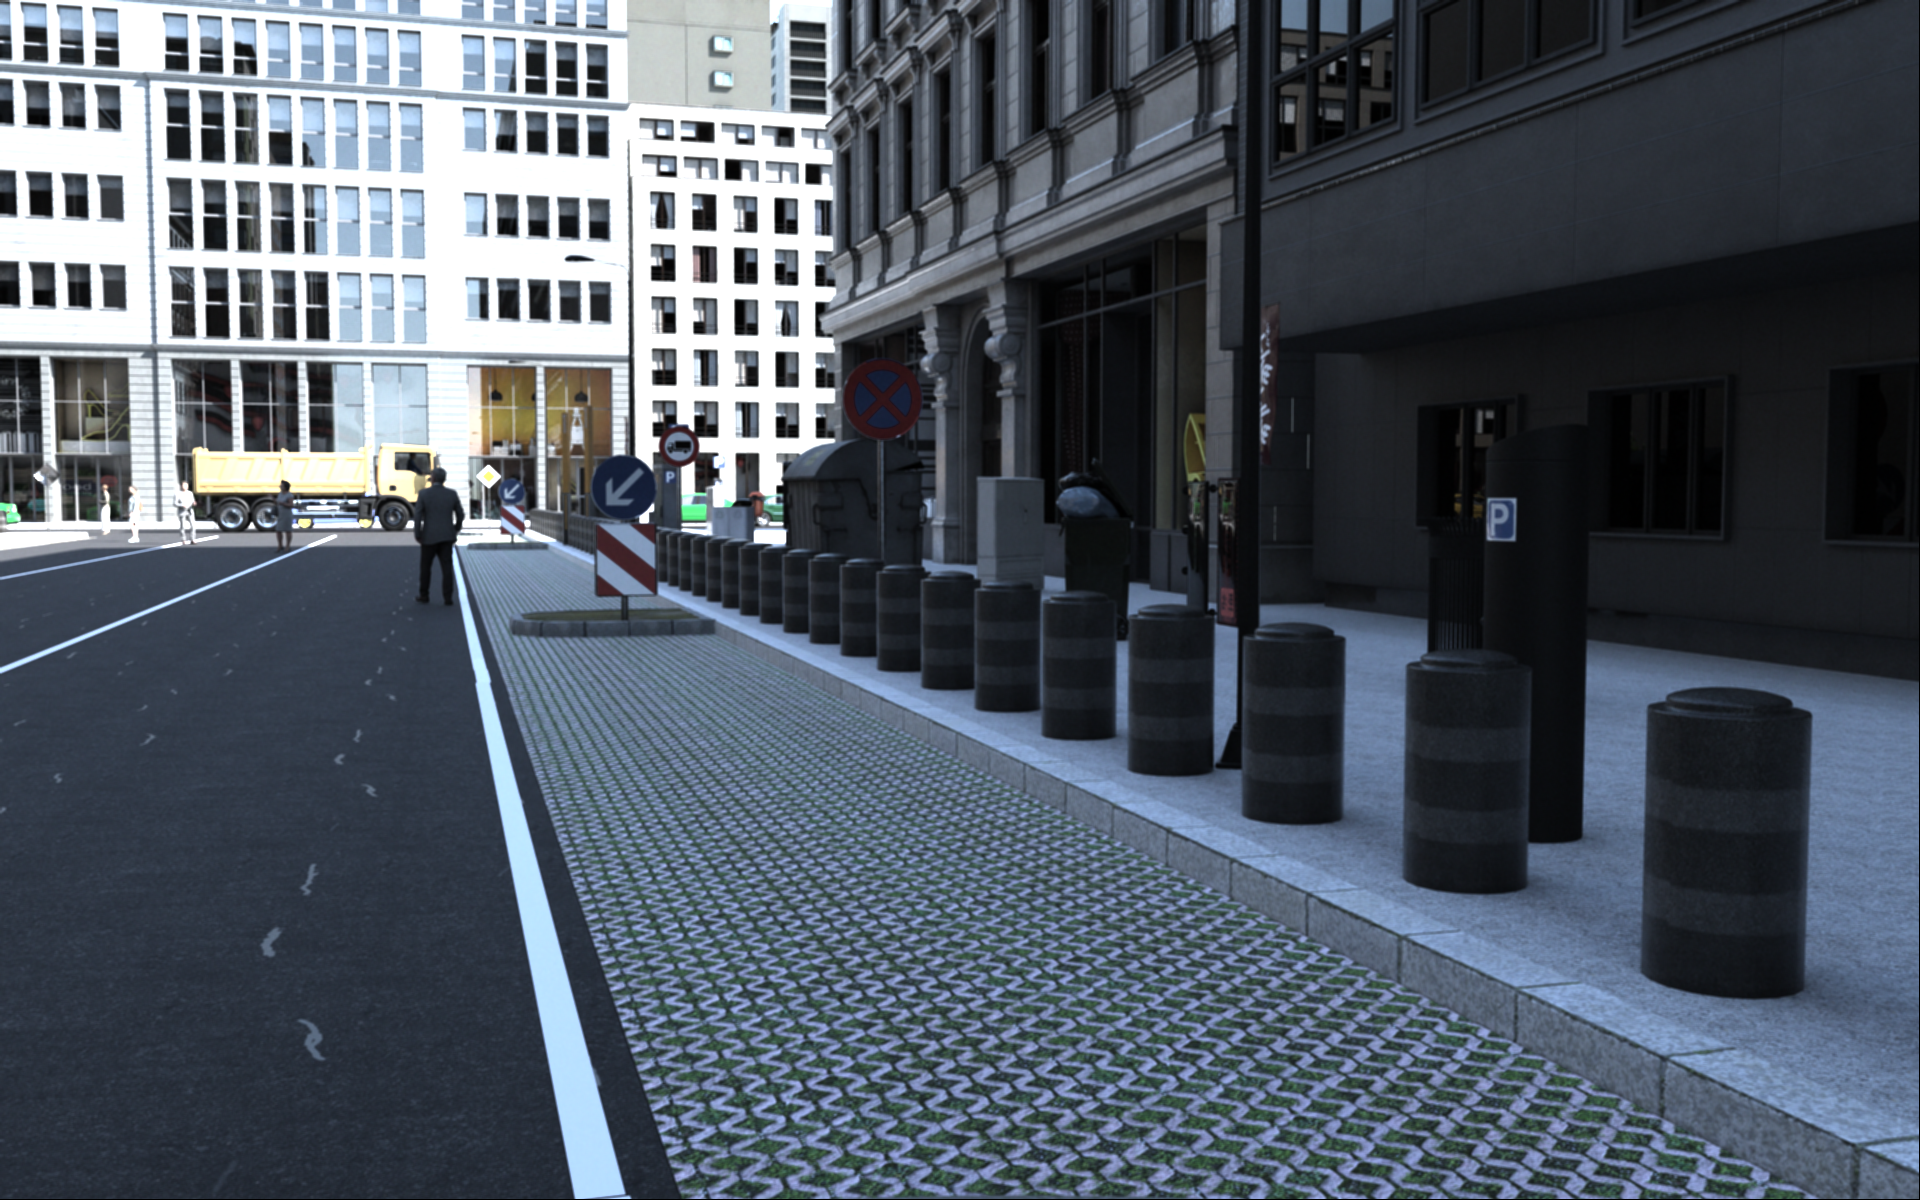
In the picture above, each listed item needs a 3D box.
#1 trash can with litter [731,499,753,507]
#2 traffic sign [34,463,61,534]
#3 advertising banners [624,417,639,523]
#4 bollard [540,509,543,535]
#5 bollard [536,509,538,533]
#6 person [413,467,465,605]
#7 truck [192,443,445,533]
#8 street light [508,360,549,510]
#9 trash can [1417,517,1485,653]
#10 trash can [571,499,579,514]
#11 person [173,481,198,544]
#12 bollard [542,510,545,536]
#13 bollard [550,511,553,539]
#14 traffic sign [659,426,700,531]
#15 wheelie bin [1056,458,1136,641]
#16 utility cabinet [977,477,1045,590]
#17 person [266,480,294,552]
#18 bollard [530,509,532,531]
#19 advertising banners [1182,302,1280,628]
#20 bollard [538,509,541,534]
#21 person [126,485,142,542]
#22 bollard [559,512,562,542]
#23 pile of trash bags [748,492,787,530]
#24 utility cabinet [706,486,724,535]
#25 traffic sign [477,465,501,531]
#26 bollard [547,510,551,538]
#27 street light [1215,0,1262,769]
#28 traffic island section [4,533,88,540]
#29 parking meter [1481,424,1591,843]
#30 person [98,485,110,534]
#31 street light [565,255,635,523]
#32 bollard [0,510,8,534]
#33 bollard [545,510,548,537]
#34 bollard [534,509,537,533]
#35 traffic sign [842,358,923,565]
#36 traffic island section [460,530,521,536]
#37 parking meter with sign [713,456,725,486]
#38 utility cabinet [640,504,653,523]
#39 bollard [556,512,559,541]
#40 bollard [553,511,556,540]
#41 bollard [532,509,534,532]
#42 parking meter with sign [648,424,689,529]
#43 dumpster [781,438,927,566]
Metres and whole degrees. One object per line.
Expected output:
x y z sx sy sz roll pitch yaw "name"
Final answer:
-5.432 -1.884 42.194 0.624 1.170 1.055 -2 4 -26 "trash can with litter"
-29.434 -3.196 55.890 0.795 2.450 0.064 -1 4 -17 "traffic sign"
-7.644 -2.700 40.329 0.090 3.025 2.074 0 4 -2 "advertising banners"
-12.572 -2.347 53.095 0.404 0.777 0.398 0 3 0 "bollard"
-13.261 -2.488 55.398 0.404 0.777 0.398 0 3 0 "bollard"
-6.846 -0.840 22.630 0.661 1.777 0.834 -3 4 -37 "person"
-23.999 -4.317 66.499 9.791 3.379 3.469 -1 4 -18 "truck"
-14.921 -5.360 60.170 1.470 5.913 1.316 -1 4 -17 "street light"
3.205 0.058 10.708 0.748 1.137 0.748 0 3 0 "trash can"
-11.810 -2.575 53.754 0.748 1.137 0.748 0 3 0 "trash can"
-22.073 -2.492 49.437 0.583 1.804 0.606 3 4 37 "person"
-12.227 -2.277 51.940 0.404 0.777 0.398 0 3 0 "bollard"
-11.180 -2.064 48.462 0.404 0.777 0.398 0 3 0 "bollard"
-5.265 -1.982 32.509 0.768 2.556 0.104 -1 4 -15 "traffic sign"
1.204 -0.457 15.385 0.693 1.594 0.980 0 4 4 "wheelie bin"
0.676 -0.846 22.508 0.318 1.500 1.173 2 4 34 "utility cabinet"
-16.727 -2.061 42.561 0.716 1.782 0.532 2 4 26 "person"
-14.307 -2.701 58.875 0.404 0.777 0.398 0 3 0 "bollard"
2.612 -1.261 16.809 0.090 3.025 2.074 -1 4 -16 "advertising banners"
-12.920 -2.418 54.245 0.404 0.777 0.398 0 3 0 "bollard"
-24.942 -2.616 52.274 0.512 1.701 0.522 3 5 41 "person"
-10.136 -1.852 44.994 0.404 0.777 0.398 0 3 0 "bollard"
-6.069 -3.258 63.014 3.447 1.369 1.912 1 4 12 "pile of trash bags"
-6.783 -2.396 47.855 0.318 1.500 1.173 -1 4 -18 "utility cabinet"
-16.264 -3.436 59.815 0.795 2.450 0.064 -1 4 -17 "traffic sign"
-11.525 -2.135 49.617 0.404 0.777 0.398 0 3 0 "bollard"
0.840 -2.161 7.868 1.470 5.913 1.316 -1 4 -17 "street light"
-29.454 -2.059 55.945 2.009 0.180 2.903 -1 4 -17 "traffic island section"
2.154 0.117 6.495 0.372 1.533 0.369 0 3 0 "parking meter"
-30.562 -3.229 61.847 0.362 1.759 0.519 -1 4 -21 "person"
-7.005 -3.758 33.991 1.470 5.913 1.316 -1 4 -17 "street light"
-31.201 -2.543 56.302 0.404 0.777 0.398 0 3 0 "bollard"
-11.872 -2.205 50.773 0.404 0.777 0.398 0 3 0 "bollard"
-13.610 -2.558 56.548 0.404 0.777 0.398 0 3 0 "bollard"
-0.734 -0.992 16.329 0.768 2.556 0.104 -1 4 -13 "traffic sign"
-16.243 -2.301 59.898 2.009 0.180 2.903 -1 4 -17 "traffic island section"
-11.267 -5.179 80.932 0.543 3.016 1.738 -1 4 -9 "parking meter with sign"
-10.425 -2.875 58.163 1.020 1.237 0.306 -3 5 -40 "utility cabinet"
-10.485 -1.922 46.146 0.404 0.777 0.398 0 3 0 "bollard"
-10.833 -1.993 47.304 0.404 0.777 0.398 0 3 0 "bollard"
-13.963 -2.630 57.716 0.404 0.777 0.398 0 3 0 "bollard"
-7.446 -2.911 43.859 0.543 3.016 1.738 -2 4 -32 "parking meter with sign"
-1.142 -0.791 18.692 1.264 1.857 1.865 -1 4 -17 "dumpster"
